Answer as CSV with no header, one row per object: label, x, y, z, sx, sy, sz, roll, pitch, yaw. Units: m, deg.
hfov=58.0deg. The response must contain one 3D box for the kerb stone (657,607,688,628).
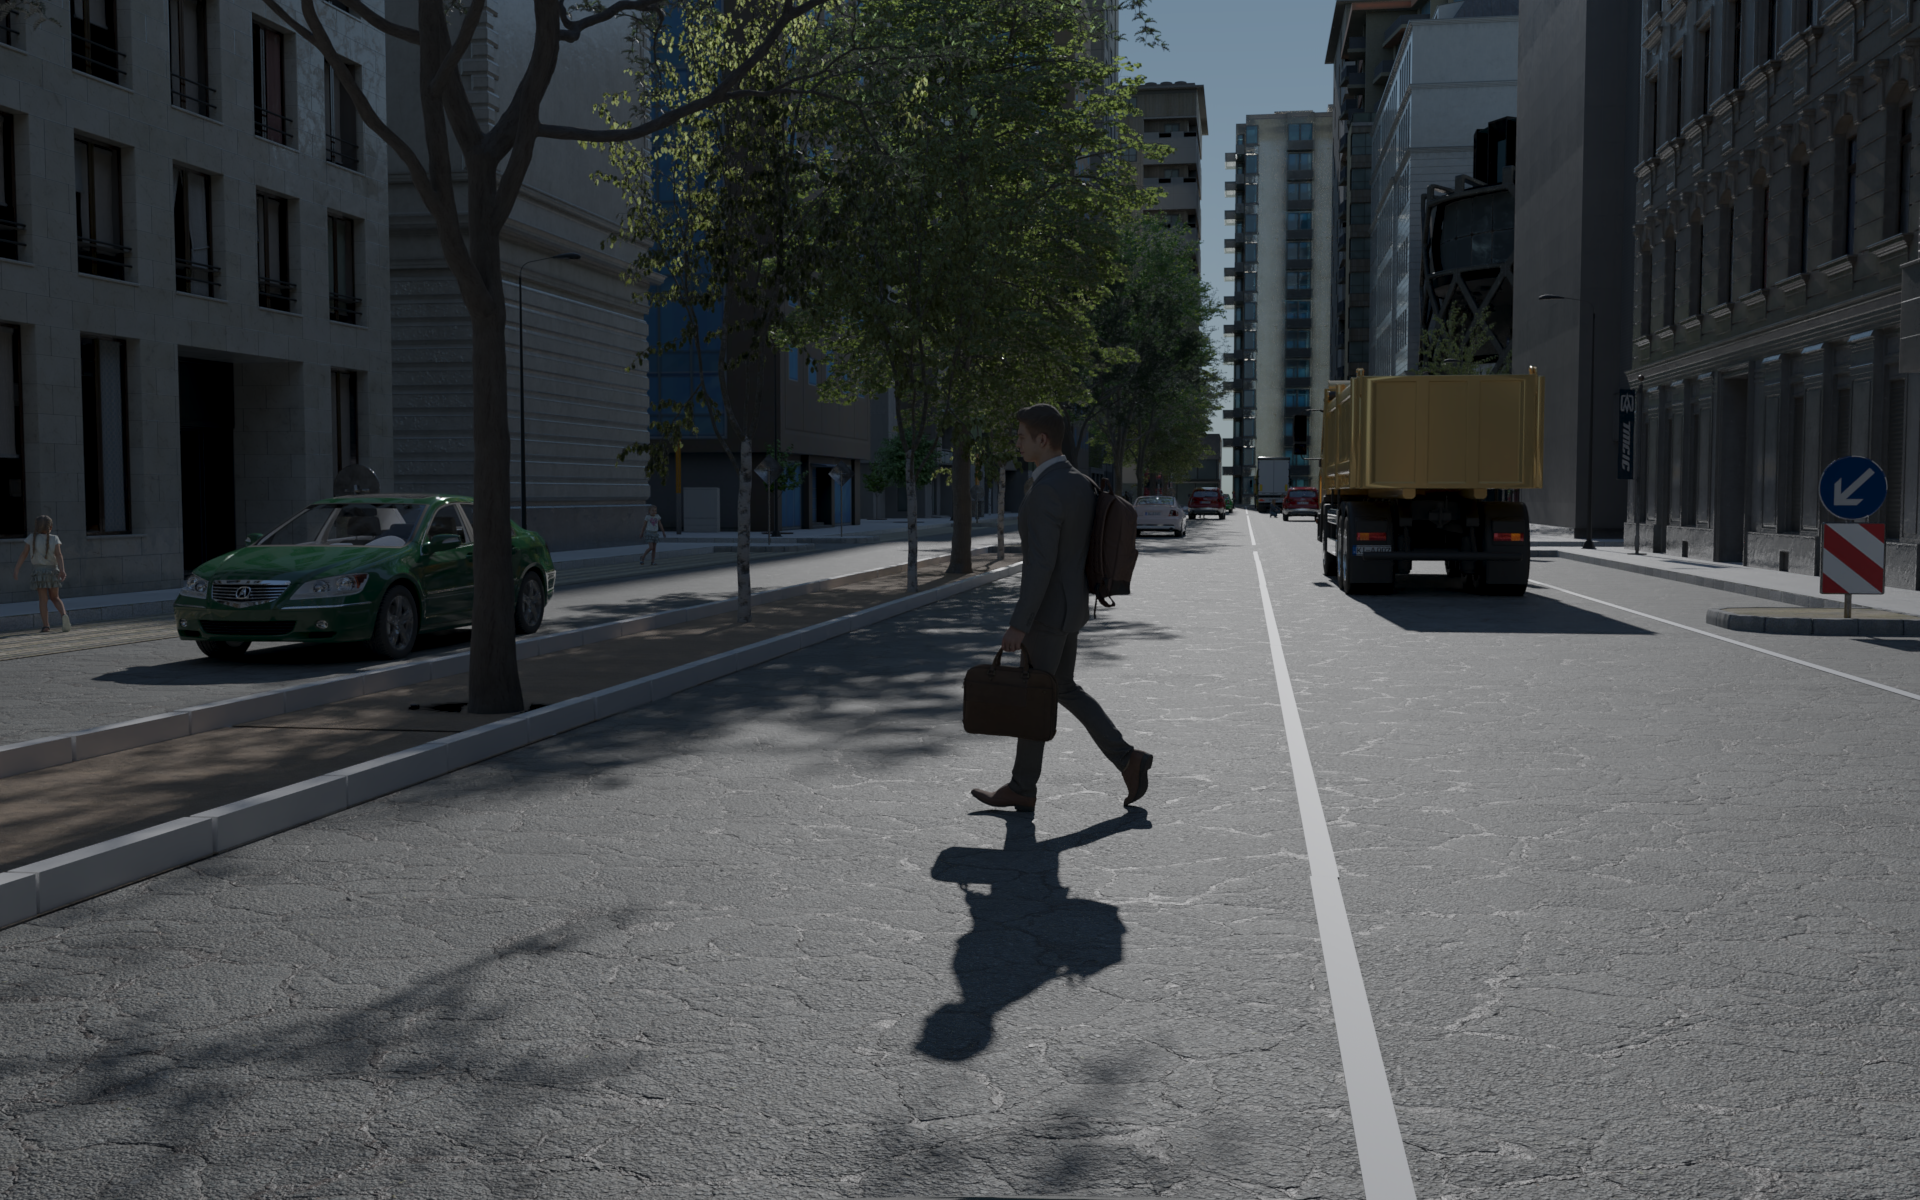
kerb stone,-3.197,0.206,18.832,0.120,0.150,1.000,1,4,9

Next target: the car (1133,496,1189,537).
car,6.727,-2.858,59.093,2.083,1.381,4.827,1,4,10

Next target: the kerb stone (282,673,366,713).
kerb stone,-4.358,0.639,11.752,0.120,0.150,1.000,1,4,9

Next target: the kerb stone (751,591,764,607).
kerb stone,-2.699,0.022,21.867,0.120,0.150,1.000,1,4,9

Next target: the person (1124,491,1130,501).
person,16.855,-10.129,174.833,0.721,1.735,1.217,-1,4,-18

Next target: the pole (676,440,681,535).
pole,-8.924,-3.733,54.881,0.158,3.312,0.155,0,3,0

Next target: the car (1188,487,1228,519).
car,14.248,-5.573,99.793,2.281,1.827,5.304,1,4,10

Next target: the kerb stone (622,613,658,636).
kerb stone,-3.356,0.270,17.821,0.120,0.150,1.000,1,4,9

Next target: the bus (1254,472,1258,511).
bus,27.188,-9.787,151.559,2.896,3.916,12.252,1,4,10

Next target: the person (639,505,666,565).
person,-6.171,-1.302,34.799,0.505,1.210,0.382,-3,4,-39

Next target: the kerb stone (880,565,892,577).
kerb stone,-1.372,-0.476,29.975,0.120,0.150,1.000,1,4,9

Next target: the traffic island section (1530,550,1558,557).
traffic island section,12.816,-1.137,40.873,2.009,0.180,2.903,1,4,9

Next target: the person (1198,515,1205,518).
person,14.710,-5.902,105.205,0.606,1.804,0.583,-2,4,-29

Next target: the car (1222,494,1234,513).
car,19.906,-7.546,132.181,1.959,1.807,4.718,1,4,11

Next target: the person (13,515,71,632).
person,-9.440,-0.262,17.800,0.505,1.210,0.382,-2,4,-30

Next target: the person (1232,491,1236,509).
person,26.370,-9.601,166.196,0.721,1.743,1.217,1,4,15

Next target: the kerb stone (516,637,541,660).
kerb stone,-3.858,0.454,14.777,0.120,0.150,1.000,1,4,9

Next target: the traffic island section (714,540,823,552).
traffic island section,-4.841,-1.313,43.752,2.009,0.180,2.903,1,4,9

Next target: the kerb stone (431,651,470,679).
kerb stone,-4.021,0.519,13.768,0.120,0.150,1.000,1,4,9

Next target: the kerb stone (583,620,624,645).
kerb stone,-3.522,0.330,16.806,0.120,0.150,1.000,1,4,9

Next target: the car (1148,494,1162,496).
car,17.566,-8.933,155.837,2.009,1.686,4.222,1,4,8

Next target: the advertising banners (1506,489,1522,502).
advertising banners,15.515,-3.185,48.269,0.090,3.025,2.074,0,4,4

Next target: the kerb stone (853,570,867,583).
kerb stone,-1.712,-0.352,27.954,0.120,0.150,1.000,1,4,9

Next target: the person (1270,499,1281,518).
person,19.238,-5.590,105.390,0.738,1.151,1.012,3,4,38

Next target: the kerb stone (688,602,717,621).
kerb stone,-3.024,0.150,19.849,0.120,0.150,1.000,1,4,9

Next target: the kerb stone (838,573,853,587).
kerb stone,-1.872,-0.290,26.931,0.120,0.150,1.000,1,4,9

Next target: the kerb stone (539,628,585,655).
kerb stone,-3.690,0.392,15.798,0.120,0.150,1.000,1,4,9

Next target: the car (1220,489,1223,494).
car,20.267,-7.954,138.721,2.281,1.827,5.304,1,4,8

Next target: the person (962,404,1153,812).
person,0.449,0.042,7.770,0.822,1.834,0.622,1,4,10

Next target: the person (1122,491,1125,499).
person,14.789,-9.004,156.452,0.721,1.736,1.217,0,4,-5

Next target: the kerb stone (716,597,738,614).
kerb stone,-2.864,0.090,20.859,0.120,0.150,1.000,1,4,9

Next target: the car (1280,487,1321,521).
car,18.410,-5.173,93.257,2.281,1.827,5.304,1,4,10

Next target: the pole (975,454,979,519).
pole,0.875,-5.722,87.401,0.158,3.312,0.155,0,3,0

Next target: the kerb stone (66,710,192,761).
kerb stone,-4.685,0.768,9.728,0.120,0.150,1.000,1,4,9

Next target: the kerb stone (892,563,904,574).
kerb stone,-1.212,-0.534,30.985,0.120,0.150,1.000,1,4,9

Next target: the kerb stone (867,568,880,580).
kerb stone,-1.549,-0.410,28.963,0.120,0.150,1.000,1,4,9

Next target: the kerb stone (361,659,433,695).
kerb stone,-4.194,0.577,12.761,0.120,0.150,1.000,1,4,9

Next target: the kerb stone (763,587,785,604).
kerb stone,-2.534,-0.042,22.883,0.120,0.150,1.000,1,4,9

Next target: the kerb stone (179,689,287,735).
kerb stone,-4.520,0.701,10.739,0.120,0.150,1.000,1,4,9

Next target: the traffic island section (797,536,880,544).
traffic island section,-3.553,-1.795,51.633,2.009,0.180,2.903,1,4,9

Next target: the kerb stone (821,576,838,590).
kerb stone,-2.035,-0.228,25.920,0.120,0.150,1.000,1,4,9

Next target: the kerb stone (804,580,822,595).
kerb stone,-2.200,-0.165,24.906,0.120,0.150,1.000,1,4,9

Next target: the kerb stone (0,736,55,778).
kerb stone,-4.852,0.829,8.706,0.120,0.150,1.000,1,4,9

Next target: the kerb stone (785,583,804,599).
kerb stone,-2.366,-0.104,23.891,0.120,0.150,1.000,1,4,9

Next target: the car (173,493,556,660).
car,-5.496,-0.292,16.577,2.131,1.459,4.920,1,4,10
